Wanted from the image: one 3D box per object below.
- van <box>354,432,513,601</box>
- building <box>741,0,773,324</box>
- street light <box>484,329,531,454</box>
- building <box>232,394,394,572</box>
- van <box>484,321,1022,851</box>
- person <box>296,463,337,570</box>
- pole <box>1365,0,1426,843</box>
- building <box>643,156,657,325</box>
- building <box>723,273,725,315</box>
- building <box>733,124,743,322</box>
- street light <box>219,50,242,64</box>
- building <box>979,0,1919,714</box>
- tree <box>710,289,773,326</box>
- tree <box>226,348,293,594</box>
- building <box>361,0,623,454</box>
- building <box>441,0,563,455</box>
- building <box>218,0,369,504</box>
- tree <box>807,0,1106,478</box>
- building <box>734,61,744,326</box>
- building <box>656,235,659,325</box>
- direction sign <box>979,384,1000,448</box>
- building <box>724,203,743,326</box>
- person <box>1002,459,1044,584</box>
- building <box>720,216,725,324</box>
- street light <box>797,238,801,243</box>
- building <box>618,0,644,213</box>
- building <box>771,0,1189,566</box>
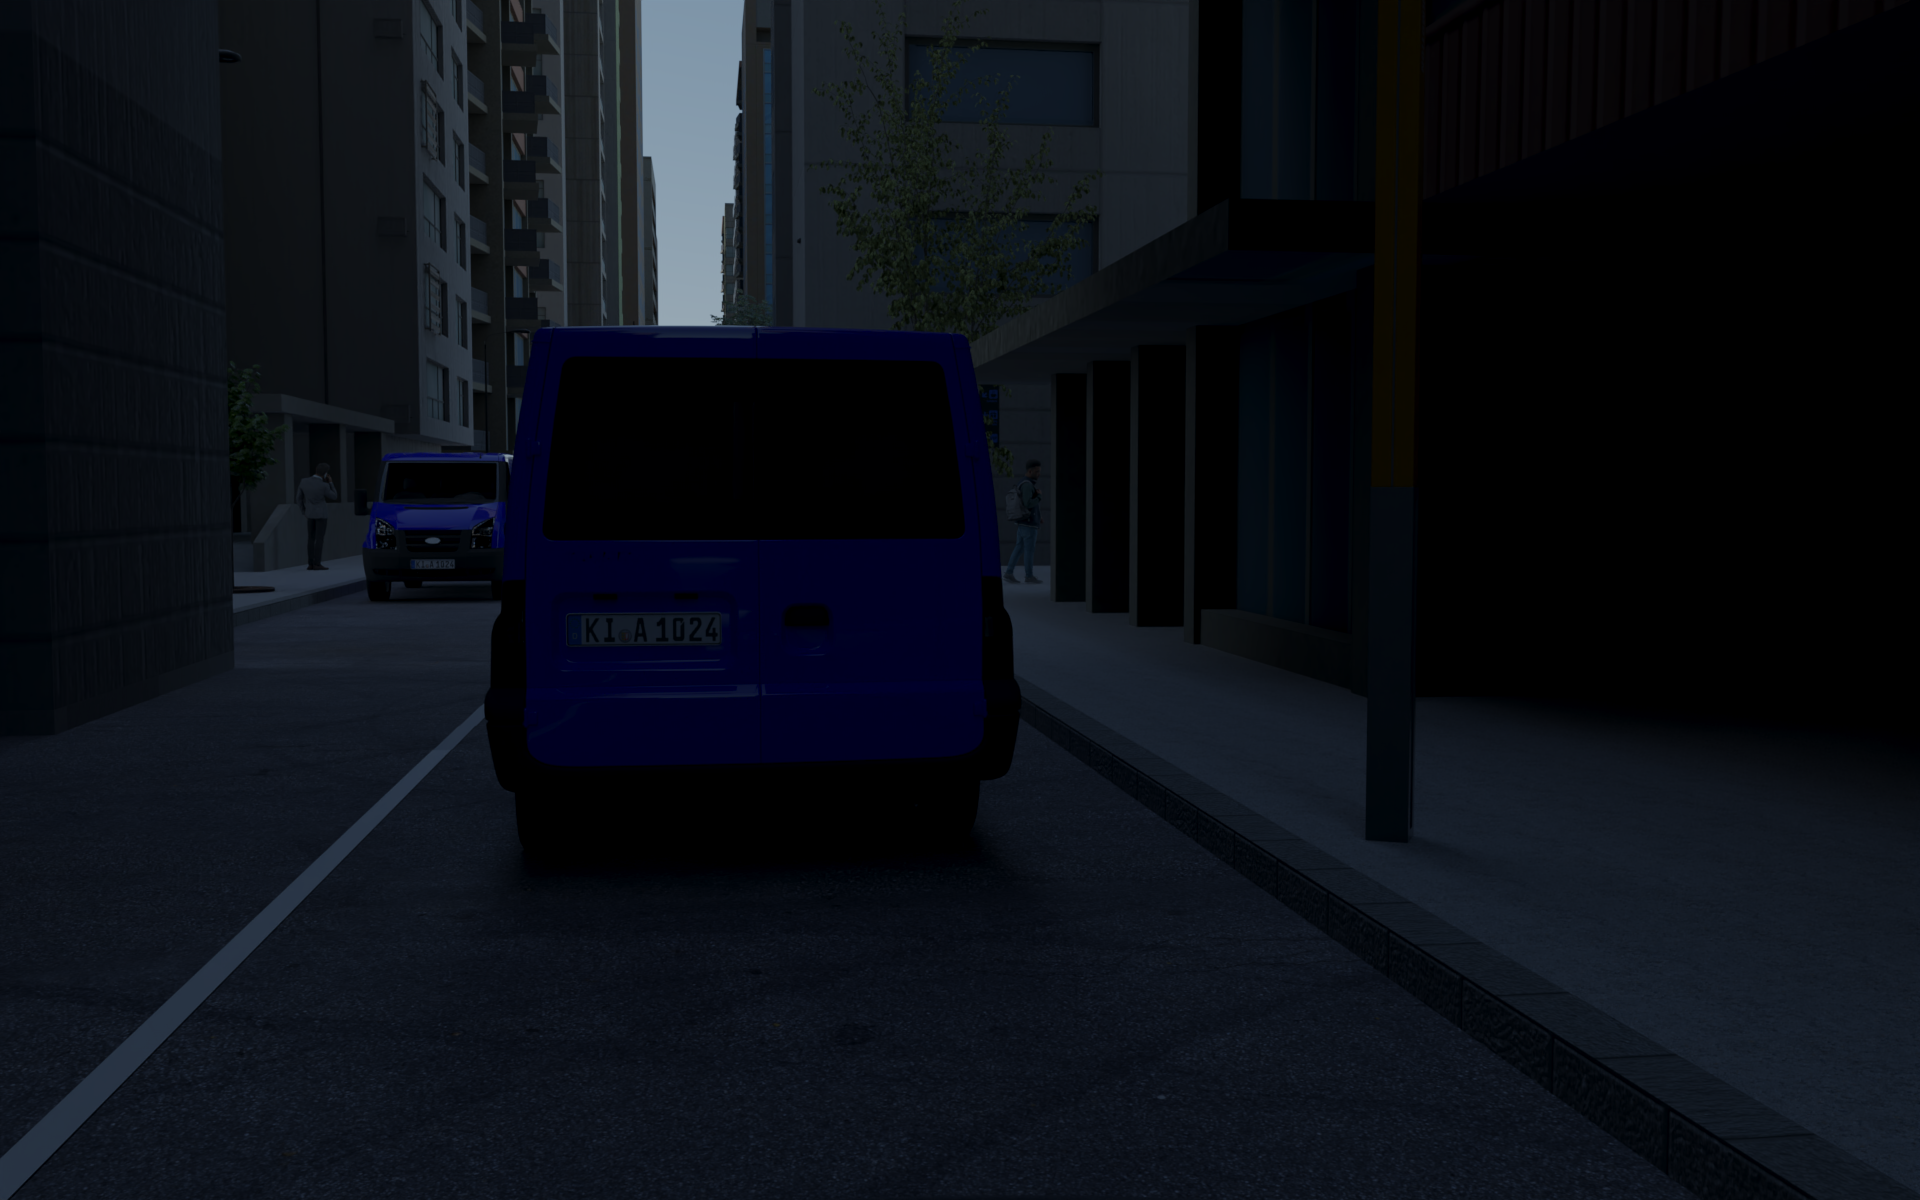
[{"bbox_3d":[-7.318,-1.264,25.057,2.240,2.365,5.245,-1,4,-10],"label":"van"},{"bbox_3d":[-12.113,-30.791,153.551,14.600,45.320,14.200,-1,4,-8],"label":"building"},{"bbox_3d":[-12.786,-4.666,48.836,1.470,5.913,1.316,-1,4,-8],"label":"street light"},{"bbox_3d":[-28.401,-20.790,31.801,32.217,40.220,23.993,-1,4,-8],"label":"building"},{"bbox_3d":[-1.143,-0.266,8.727,2.240,2.365,5.245,-1,4,-10],"label":"van"},{"bbox_3d":[-10.847,-1.406,29.219,0.592,1.802,0.473,1,4,23],"label":"person"},{"bbox_3d":[1.602,-0.765,6.358,0.158,3.312,0.155,0,3,0],"label":"pole"},{"bbox_3d":[-52.090,-37.369,234.684,21.300,48.544,21.600,-1,4,-8],"label":"building"},{"bbox_3d":[-29.065,-40.934,292.970,21.300,48.544,21.600,-1,4,-8],"label":"building"},{"bbox_3d":[-15.548,-35.852,205.790,23.786,49.044,30.456,-1,4,-8],"label":"building"},{"bbox_3d":[-8.214,-2.792,18.197,1.470,5.913,1.316,-1,4,-8],"label":"street light"},{"bbox_3d":[12.439,-21.643,8.493,22.147,44.769,28.867,-1,4,-8],"label":"building"},{"bbox_3d":[-12.273,-12.361,108.757,9.857,13.997,8.962,0,3,0],"label":"tree"},{"bbox_3d":[-9.596,-1.722,22.758,1.663,3.219,1.824,0,3,0],"label":"tree"},{"bbox_3d":[-28.953,-26.079,109.987,14.154,41.232,14.086,-1,4,-8],"label":"building"},{"bbox_3d":[-30.361,-26.013,79.929,22.147,44.769,28.867,-1,4,-8],"label":"building"},{"bbox_3d":[-22.325,-22.486,51.244,14.086,41.232,14.154,-1,4,-8],"label":"building"},{"bbox_3d":[-0.286,-4.628,26.024,4.737,8.622,4.395,0,3,0],"label":"tree"},{"bbox_3d":[-11.522,-31.888,175.992,22.147,44.769,28.867,-1,4,-8],"label":"building"},{"bbox_3d":[-56.145,-38.630,281.716,14.600,45.320,14.200,-1,4,-8],"label":"building"},{"bbox_3d":[0.243,-2.300,29.603,0.876,3.537,0.379,1,4,12],"label":"direction sign"},{"bbox_3d":[-26.236,-34.394,245.929,14.154,41.232,14.086,-1,4,-8],"label":"building"},{"bbox_3d":[0.957,-1.117,24.650,0.721,1.781,0.623,-1,4,-22],"label":"person"},{"bbox_3d":[-25.676,-37.489,267.574,22.147,44.769,28.867,-1,4,-8],"label":"building"},{"bbox_3d":[-2.248,-3.606,31.494,1.470,5.913,1.316,-1,4,-8],"label":"street light"},{"bbox_3d":[-31.317,-29.464,131.855,14.600,45.320,14.200,-1,4,-8],"label":"building"},{"bbox_3d":[5.637,-30.700,43.937,21.231,58.520,28.212,-1,4,-8],"label":"building"}]
